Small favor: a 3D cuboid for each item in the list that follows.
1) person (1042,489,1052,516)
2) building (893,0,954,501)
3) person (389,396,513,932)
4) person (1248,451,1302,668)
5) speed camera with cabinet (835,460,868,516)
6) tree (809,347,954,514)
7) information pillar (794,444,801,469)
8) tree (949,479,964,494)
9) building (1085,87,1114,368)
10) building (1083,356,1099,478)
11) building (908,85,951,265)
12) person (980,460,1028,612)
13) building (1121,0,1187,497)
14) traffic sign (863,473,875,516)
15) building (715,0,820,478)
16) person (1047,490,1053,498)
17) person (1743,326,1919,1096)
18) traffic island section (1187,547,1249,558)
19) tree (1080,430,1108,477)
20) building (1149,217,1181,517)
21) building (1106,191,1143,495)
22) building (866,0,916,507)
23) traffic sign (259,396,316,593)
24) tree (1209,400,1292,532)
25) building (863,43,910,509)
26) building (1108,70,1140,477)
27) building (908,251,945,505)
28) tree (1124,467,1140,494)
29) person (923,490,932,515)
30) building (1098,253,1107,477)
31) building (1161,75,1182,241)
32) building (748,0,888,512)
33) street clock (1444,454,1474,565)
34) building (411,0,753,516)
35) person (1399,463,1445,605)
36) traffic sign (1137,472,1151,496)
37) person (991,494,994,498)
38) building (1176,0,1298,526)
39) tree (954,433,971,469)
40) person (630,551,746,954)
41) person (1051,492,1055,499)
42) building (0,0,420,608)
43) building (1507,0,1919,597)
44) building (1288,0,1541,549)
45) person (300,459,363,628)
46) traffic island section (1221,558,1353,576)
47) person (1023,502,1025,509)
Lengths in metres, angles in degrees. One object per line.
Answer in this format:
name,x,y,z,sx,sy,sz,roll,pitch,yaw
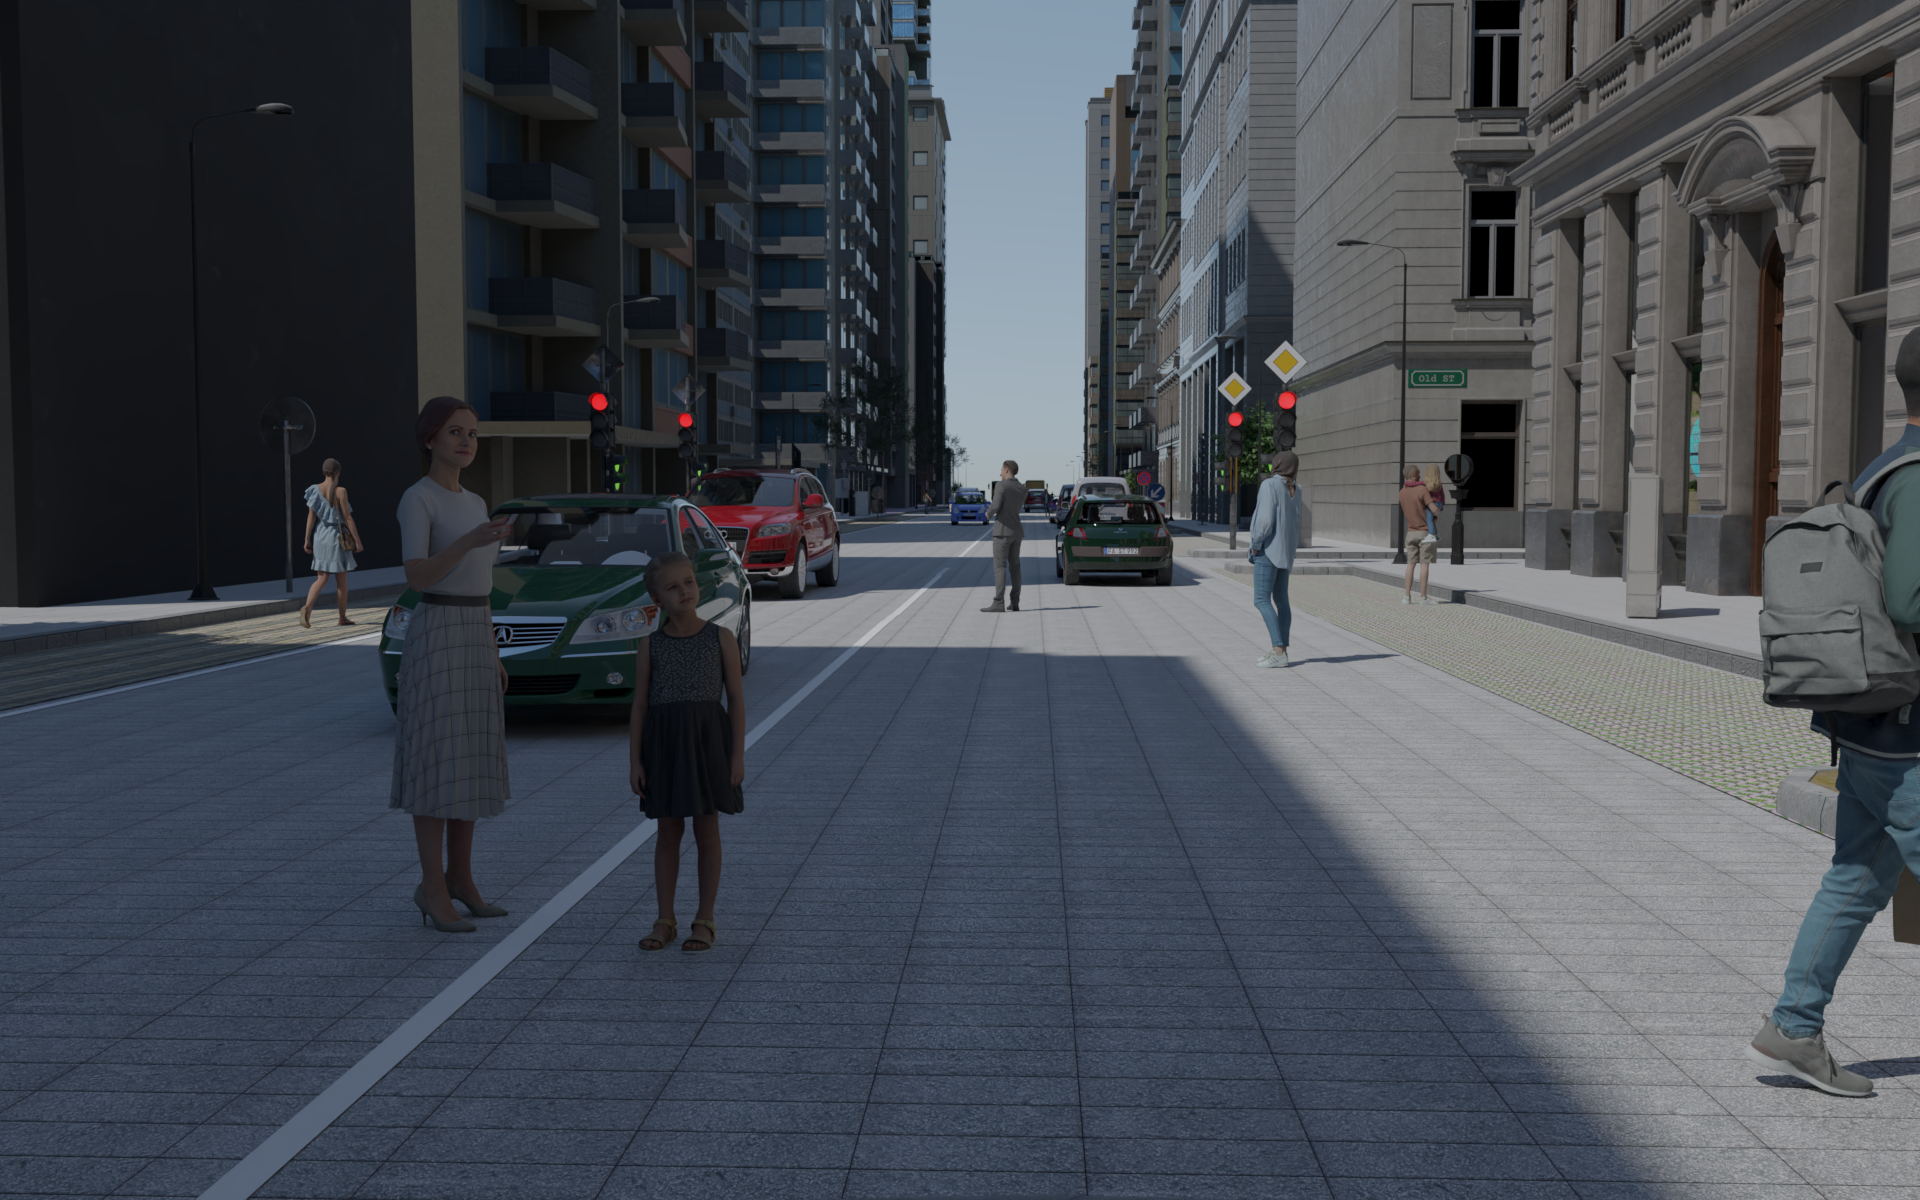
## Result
person,5.657,-6.381,113.175,0.623,1.781,0.721,0,4,-5
building,-11.784,-57.709,256.215,22.319,86.520,31.000,0,4,2
person,-1.614,0.205,5.725,0.524,1.755,0.480,1,4,16
person,2.655,-0.351,14.497,0.793,1.790,0.793,1,4,9
speed camera with cabinet,-6.365,-6.573,101.811,2.038,3.252,0.660,-3,5,-41
tree,-5.990,-10.774,110.566,8.767,10.594,7.601,1,4,21
information pillar,-7.368,-5.296,77.942,0.504,3.616,0.183,2,4,32
tree,-0.494,-14.121,225.480,1.663,3.219,1.824,0,3,0
building,29.082,-43.761,257.493,21.231,58.520,28.212,0,4,2
building,30.660,-23.547,230.030,27.650,21.520,28.899,0,4,2
building,-15.997,-39.080,228.202,28.713,52.752,27.495,0,4,2
person,0.513,-0.787,21.172,0.447,1.846,0.655,3,5,42
building,25.784,-32.086,144.219,23.786,49.044,30.456,0,4,2
traffic sign,-5.404,-6.290,102.946,0.768,2.556,0.104,1,4,10
building,-24.030,-24.313,89.406,32.217,40.220,23.993,0,4,2
person,7.967,-9.238,159.177,1.348,1.869,0.705,1,4,11
person,2.208,0.276,3.975,0.713,1.824,0.794,2,4,34
traffic island section,6.300,-1.075,39.861,2.009,0.180,2.903,0,4,2
tree,15.890,-15.231,199.385,4.360,8.622,3.978,0,3,0
building,17.271,-14.653,104.208,10.561,19.102,19.286,0,4,2
building,21.791,-24.190,167.211,14.160,30.474,14.107,0,4,2
building,-14.874,-44.743,169.796,20.563,71.187,20.611,0,4,2
traffic sign,-8.743,-1.370,22.507,0.768,2.556,0.104,0,4,6
tree,10.293,-4.611,59.097,4.285,4.588,4.351,0,3,0
building,-11.998,-28.726,153.261,14.154,41.232,14.086,0,4,2
building,22.882,-32.522,181.843,14.600,45.320,14.200,0,4,2
building,-9.185,-26.634,207.159,14.160,30.474,14.107,0,4,2
tree,12.075,-7.782,121.832,1.663,3.219,1.824,0,3,0
person,-2.277,-6.825,120.808,0.721,1.735,1.217,-2,4,-27
building,23.604,-26.676,207.849,14.160,30.474,14.107,0,4,2
building,21.137,-21.469,122.720,14.160,30.474,14.107,0,4,2
building,-18.061,-31.258,130.670,23.786,49.044,30.456,0,4,2
street clock,9.029,-1.640,31.386,0.471,2.002,0.358,3,4,36
building,-18.838,-24.467,54.656,22.147,44.769,28.867,0,4,2
person,5.967,-0.848,22.340,0.580,1.828,0.573,0,4,6
traffic sign,10.388,-5.976,97.808,0.768,2.556,0.104,0,4,7
person,4.633,-13.497,229.892,1.217,1.735,0.721,3,5,41
building,16.709,-18.422,78.700,11.434,29.767,29.804,0,4,2
tree,-3.028,-15.605,189.559,8.767,10.594,7.601,-1,4,-9
person,-0.857,0.472,5.454,0.362,1.253,0.373,0,4,4
person,13.941,-15.518,262.245,1.348,1.821,0.705,-1,4,-15
building,-18.037,-11.963,25.271,15.834,23.373,12.332,0,4,2
building,14.274,-11.699,20.159,11.050,23.489,19.941,0,4,2
building,31.901,-16.547,46.962,44.131,29.872,17.030,0,4,2
person,-6.737,-0.611,18.586,0.616,1.811,0.778,1,4,18
traffic island section,5.967,-0.587,31.883,2.009,0.180,2.903,0,4,2
person,6.302,-9.639,166.227,1.348,1.807,0.705,-1,4,-11
